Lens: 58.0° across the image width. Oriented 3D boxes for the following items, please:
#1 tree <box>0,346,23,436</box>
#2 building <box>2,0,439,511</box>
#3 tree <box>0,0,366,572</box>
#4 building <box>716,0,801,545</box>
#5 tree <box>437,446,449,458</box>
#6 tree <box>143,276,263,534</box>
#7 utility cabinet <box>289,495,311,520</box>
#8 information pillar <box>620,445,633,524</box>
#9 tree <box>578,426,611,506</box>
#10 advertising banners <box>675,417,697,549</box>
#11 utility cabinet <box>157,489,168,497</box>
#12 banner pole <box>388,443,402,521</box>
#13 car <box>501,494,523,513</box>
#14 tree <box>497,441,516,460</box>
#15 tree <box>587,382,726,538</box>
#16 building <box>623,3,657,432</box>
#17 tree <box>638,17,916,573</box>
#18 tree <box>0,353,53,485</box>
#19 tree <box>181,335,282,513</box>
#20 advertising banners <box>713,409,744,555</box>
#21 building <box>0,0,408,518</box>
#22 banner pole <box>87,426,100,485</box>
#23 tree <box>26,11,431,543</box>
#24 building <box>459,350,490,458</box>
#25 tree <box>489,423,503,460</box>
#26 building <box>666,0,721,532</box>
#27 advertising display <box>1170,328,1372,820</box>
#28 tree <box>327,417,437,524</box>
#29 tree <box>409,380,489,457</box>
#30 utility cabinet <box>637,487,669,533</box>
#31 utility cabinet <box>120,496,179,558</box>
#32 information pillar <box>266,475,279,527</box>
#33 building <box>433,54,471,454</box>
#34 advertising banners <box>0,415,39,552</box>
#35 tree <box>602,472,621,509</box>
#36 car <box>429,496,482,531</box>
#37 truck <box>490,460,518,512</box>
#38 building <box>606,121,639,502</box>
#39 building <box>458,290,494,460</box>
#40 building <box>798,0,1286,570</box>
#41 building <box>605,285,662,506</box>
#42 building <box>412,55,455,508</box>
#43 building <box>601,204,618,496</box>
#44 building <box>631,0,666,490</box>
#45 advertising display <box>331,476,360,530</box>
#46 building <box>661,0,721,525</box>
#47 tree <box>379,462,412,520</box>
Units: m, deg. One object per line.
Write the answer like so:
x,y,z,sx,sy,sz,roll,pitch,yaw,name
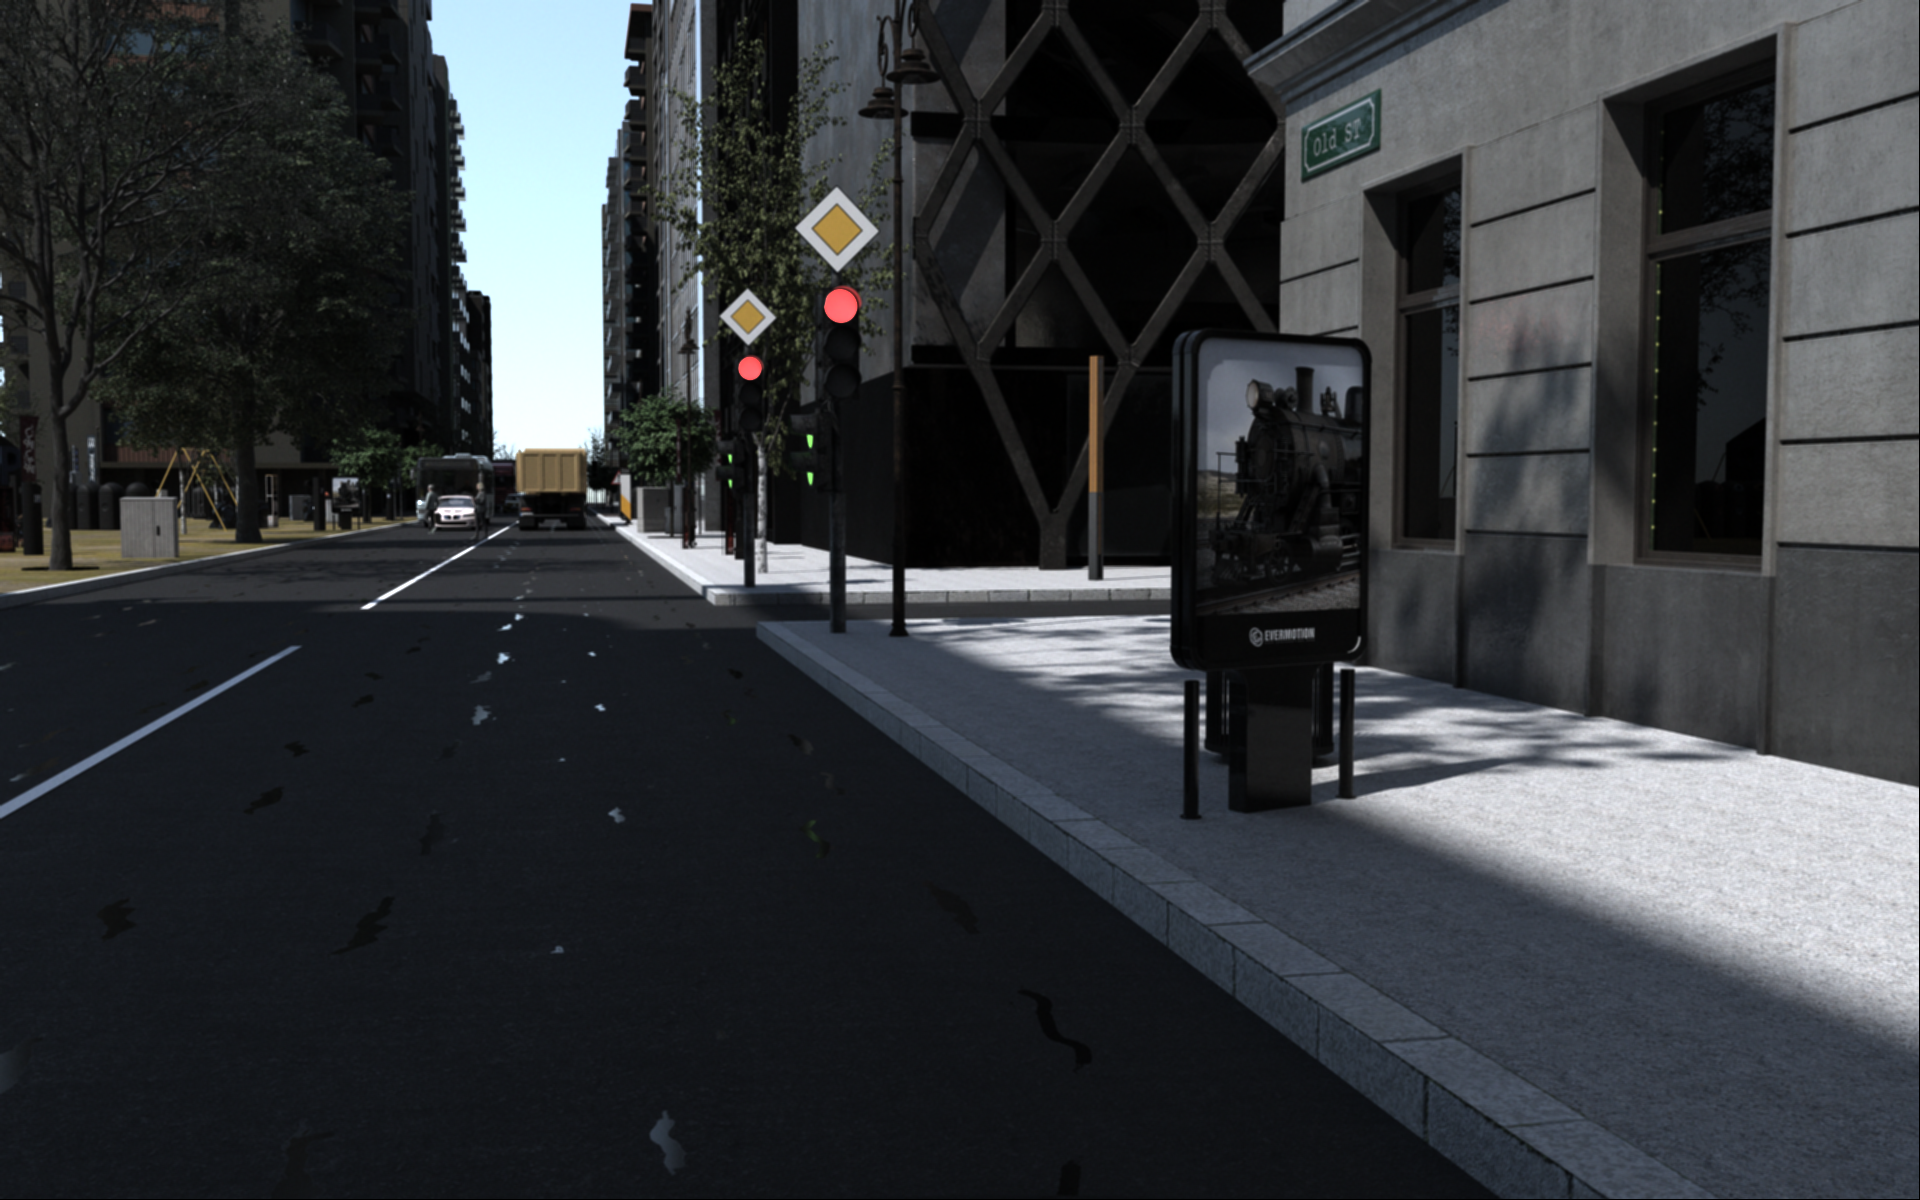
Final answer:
-43.979,-7.662,75.631,4.737,8.622,4.395,0,3,0,tree
-54.946,-33.236,132.653,28.713,52.752,27.495,-1,4,-13,building
-15.024,-7.247,28.863,12.009,13.543,11.850,0,3,0,tree
-0.458,-13.617,52.308,12.332,23.373,15.834,-1,4,-13,building
-31.235,-7.181,101.125,4.285,4.588,4.351,0,3,0,tree
-24.657,-6.419,55.310,4.360,8.622,3.978,0,3,0,tree
-32.516,-4.539,85.377,0.306,1.237,1.020,3,5,40,utility cabinet
-14.168,-5.024,73.504,0.504,3.616,0.183,1,4,22,information pillar
-38.419,-14.154,181.786,4.737,8.622,4.395,0,3,0,tree
-6.441,-2.720,40.655,0.090,3.025,2.074,0,4,3,advertising banners
-37.781,-4.489,82.077,0.318,1.500,1.173,-2,4,-34,utility cabinet
-27.517,-5.779,84.508,0.863,3.779,0.401,-2,4,-32,banner pole
-33.281,-7.298,129.539,2.015,1.641,3.980,-1,4,-13,car
-63.126,-17.864,242.437,4.737,8.622,4.395,0,3,0,tree
-8.548,-4.102,50.782,4.285,4.588,4.351,0,3,0,tree
-18.973,-30.755,157.475,22.147,44.769,28.867,-1,4,-13,building
-2.973,-4.743,27.912,4.737,8.622,4.395,0,3,0,tree
-47.726,-8.347,86.835,4.360,8.622,3.978,0,3,0,tree
-30.157,-7.447,72.122,4.737,8.622,4.395,0,3,0,tree
-4.877,-2.477,36.687,0.090,3.025,2.074,1,4,11,advertising banners
-46.305,-27.606,105.990,22.147,44.769,28.867,-1,4,-13,building
-32.114,-4.544,64.313,0.863,3.779,0.401,2,4,29,banner pole
-18.961,-8.490,45.460,9.857,13.997,8.962,0,3,0,tree
-74.353,-22.867,218.921,27.650,21.520,28.899,-1,4,-13,building
-46.961,-13.437,170.064,4.360,8.622,3.978,0,3,0,tree
-5.065,-15.382,69.525,12.078,24.808,19.932,-1,4,-13,building
1.270,-0.111,7.032,0.974,1.923,0.123,-2,4,-32,advertising display
-25.422,-5.539,74.280,4.285,4.588,4.351,0,3,0,tree
-33.482,-9.918,112.515,4.360,8.622,3.978,0,3,0,tree
-10.133,-2.969,57.224,0.318,1.500,1.173,2,4,35,utility cabinet
-16.289,-1.446,34.808,1.020,1.237,0.306,-1,4,-10,utility cabinet
-26.522,-3.810,66.785,0.304,2.012,0.304,1,4,17,information pillar
-65.829,-34.864,189.635,23.786,49.044,30.456,-1,4,-13,building
-21.055,-2.562,38.073,0.090,3.025,2.074,1,4,19,advertising banners
-29.467,-9.371,147.810,1.663,3.219,1.824,0,3,0,tree
-20.107,-3.469,69.084,2.083,1.381,4.827,-1,4,-13,car
-37.784,-9.409,142.751,2.839,4.237,11.283,-1,4,-13,truck
-34.491,-37.077,225.820,23.786,49.044,30.456,-1,4,-13,building
-72.596,-28.706,241.050,14.160,30.474,14.107,-1,4,-13,building
6.038,-10.327,36.292,16.811,18.784,16.820,-1,4,-13,building
-24.732,-31.104,200.433,32.217,40.220,23.993,-1,4,-13,building
-53.316,-28.857,155.412,14.154,41.232,14.086,-1,4,-13,building
-43.804,-34.471,247.190,14.154,41.232,14.086,-1,4,-13,building
-14.840,-42.449,132.285,20.563,71.187,20.611,-1,4,-13,building
-22.025,-3.480,62.112,0.974,1.923,0.123,-1,4,-13,advertising display
-8.602,-16.581,89.125,12.078,24.808,19.932,-1,4,-13,building
-28.051,-5.570,85.668,1.663,3.219,1.824,0,3,0,tree
